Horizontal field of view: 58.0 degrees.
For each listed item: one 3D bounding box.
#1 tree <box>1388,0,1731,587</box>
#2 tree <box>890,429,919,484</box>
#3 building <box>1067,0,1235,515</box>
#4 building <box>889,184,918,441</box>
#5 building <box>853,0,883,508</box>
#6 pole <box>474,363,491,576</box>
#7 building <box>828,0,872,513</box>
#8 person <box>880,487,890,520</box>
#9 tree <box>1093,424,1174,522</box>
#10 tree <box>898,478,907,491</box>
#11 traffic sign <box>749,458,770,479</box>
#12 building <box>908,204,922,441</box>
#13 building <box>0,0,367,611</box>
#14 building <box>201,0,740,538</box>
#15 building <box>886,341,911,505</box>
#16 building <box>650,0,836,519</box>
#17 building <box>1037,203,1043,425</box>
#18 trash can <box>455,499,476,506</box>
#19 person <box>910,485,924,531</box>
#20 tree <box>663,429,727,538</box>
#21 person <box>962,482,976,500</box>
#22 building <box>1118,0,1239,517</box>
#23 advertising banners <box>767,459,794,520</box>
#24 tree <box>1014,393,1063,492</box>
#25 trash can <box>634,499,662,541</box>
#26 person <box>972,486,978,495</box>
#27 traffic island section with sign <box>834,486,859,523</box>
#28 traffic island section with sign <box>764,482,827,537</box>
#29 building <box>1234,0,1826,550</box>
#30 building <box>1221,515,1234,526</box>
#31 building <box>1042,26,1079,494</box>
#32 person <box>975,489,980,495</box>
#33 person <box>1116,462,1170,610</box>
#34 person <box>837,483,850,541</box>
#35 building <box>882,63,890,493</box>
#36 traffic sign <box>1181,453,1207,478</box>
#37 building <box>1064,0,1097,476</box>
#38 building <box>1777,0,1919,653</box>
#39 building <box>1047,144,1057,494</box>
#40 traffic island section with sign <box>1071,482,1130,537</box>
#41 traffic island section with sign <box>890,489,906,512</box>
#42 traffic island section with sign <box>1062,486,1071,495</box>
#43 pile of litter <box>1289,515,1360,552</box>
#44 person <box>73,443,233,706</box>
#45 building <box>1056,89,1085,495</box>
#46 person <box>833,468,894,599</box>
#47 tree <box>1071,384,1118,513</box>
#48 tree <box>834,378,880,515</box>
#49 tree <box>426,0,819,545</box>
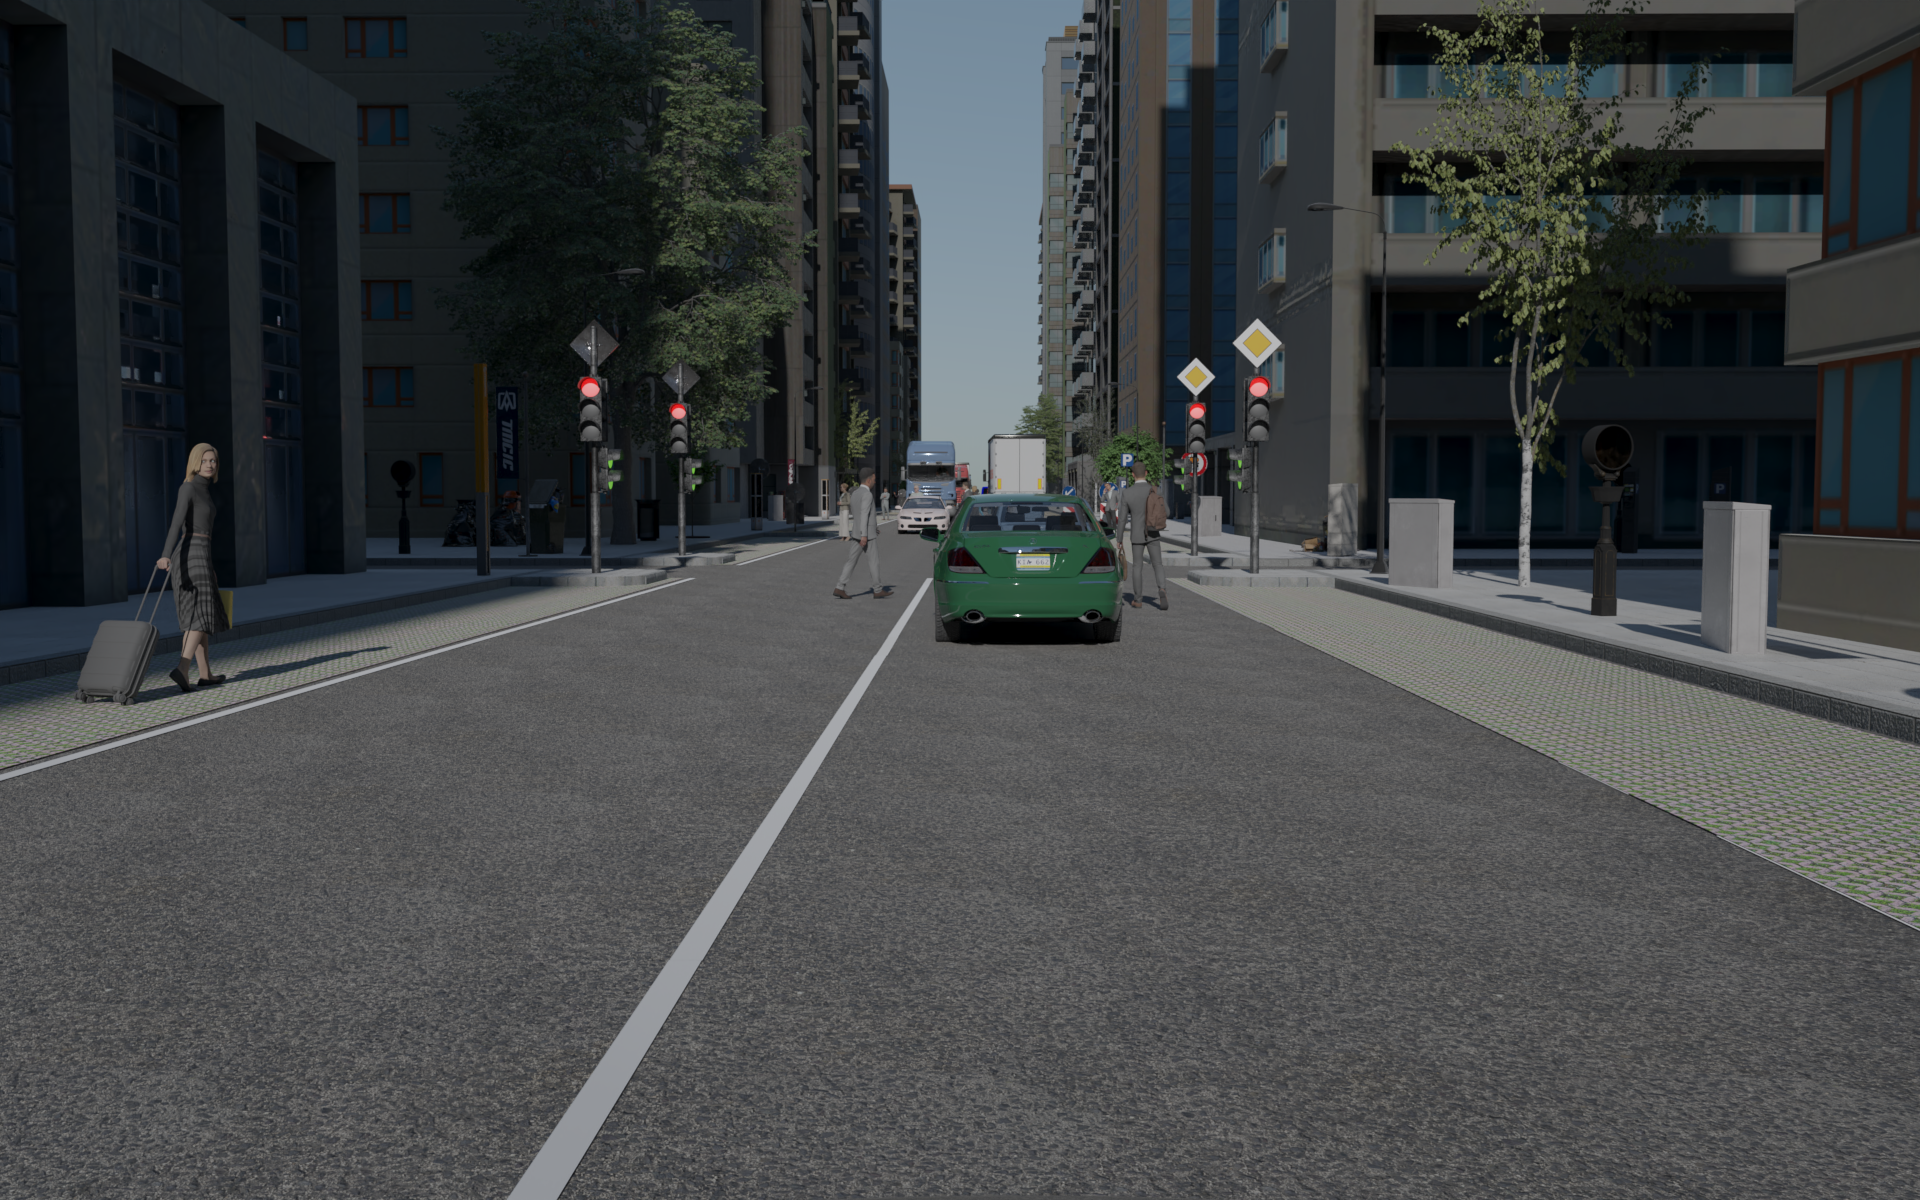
[{"bbox_3d":[8.069,-4.489,23.758,4.737,8.622,4.395,0,3,0],"label":"tree"},{"bbox_3d":[-6.103,-14.571,188.605,4.360,8.622,3.978,0,3,0],"label":"tree"},{"bbox_3d":[18.846,-42.245,128.963,20.563,71.187,20.611,0,4,1],"label":"building"},{"bbox_3d":[-17.167,-35.713,238.539,22.147,44.769,28.867,0,4,1],"label":"building"},{"bbox_3d":[-18.188,-37.394,153.390,21.231,58.520,28.212,0,4,1],"label":"building"},{"bbox_3d":[-7.495,-2.038,27.161,0.158,3.312,0.155,0,3,0],"label":"pole"},{"bbox_3d":[-17.903,-28.778,125.151,22.147,44.769,28.867,0,4,1],"label":"building"},{"bbox_3d":[-4.093,-5.241,94.374,0.511,1.800,0.466,1,4,11],"label":"person"},{"bbox_3d":[7.954,-5.818,78.835,4.285,4.588,4.351,0,3,0],"label":"tree"},{"bbox_3d":[-6.060,-11.623,184.635,1.663,3.219,1.824,0,3,0],"label":"tree"},{"bbox_3d":[-7.138,-3.761,61.606,0.768,2.556,0.104,1,4,11],"label":"traffic sign"},{"bbox_3d":[-12.949,-37.300,259.959,14.600,45.320,14.200,0,4,1],"label":"building"},{"bbox_3d":[-25.471,-42.962,15.095,31.000,86.520,22.319,0,4,1],"label":"building"},{"bbox_3d":[-24.103,-13.424,64.524,27.650,21.520,28.899,0,4,1],"label":"building"},{"bbox_3d":[-20.439,-22.350,210.462,27.650,21.520,28.899,0,4,1],"label":"building"},{"bbox_3d":[-14.459,-19.759,94.762,14.160,30.474,14.107,0,4,1],"label":"building"},{"bbox_3d":[22.621,-36.697,254.617,22.147,44.769,28.867,0,4,1],"label":"building"},{"bbox_3d":[-13.122,-2.125,46.392,0.748,1.137,0.748,0,3,0],"label":"trash can"},{"bbox_3d":[-1.716,-3.523,66.592,0.782,1.767,0.515,0,4,1],"label":"person"},{"bbox_3d":[-7.918,-3.420,50.513,1.663,3.219,1.824,0,3,0],"label":"tree"},{"bbox_3d":[0.277,-2.990,57.343,0.822,1.834,0.622,0,4,-1],"label":"person"},{"bbox_3d":[16.869,-27.649,102.177,14.600,45.320,14.200,0,4,1],"label":"building"},{"bbox_3d":[-8.867,-5.488,85.910,0.090,3.025,2.074,2,4,35],"label":"advertising banners"},{"bbox_3d":[9.441,-16.852,193.662,7.486,12.596,7.792,0,3,0],"label":"tree"},{"bbox_3d":[-8.532,-2.186,47.399,0.748,1.137,0.748,0,3,0],"label":"trash can"},{"bbox_3d":[0.873,-4.052,74.965,0.699,1.804,1.509,-3,4,-38],"label":"person"},{"bbox_3d":[-5.129,-4.681,85.159,1.989,1.847,2.006,0,4,1],"label":"traffic island section with sign"},{"bbox_3d":[-5.513,-3.032,58.206,1.989,1.847,2.006,0,4,1],"label":"traffic island section with sign"},{"bbox_3d":[19.059,-25.981,48.487,21.600,48.544,21.300,0,4,1],"label":"building"},{"bbox_3d":[21.009,-38.408,66.222,20.563,71.187,20.611,0,4,1],"label":"building"},{"bbox_3d":[21.231,-41.811,225.613,21.231,58.520,28.212,0,4,1],"label":"building"},{"bbox_3d":[1.027,-5.218,94.645,0.643,1.720,0.563,1,4,18],"label":"person"},{"bbox_3d":[2.280,-0.799,21.521,0.622,1.834,0.822,-1,4,-9],"label":"person"},{"bbox_3d":[-3.579,-2.691,53.045,0.362,1.759,0.519,-2,4,-31],"label":"person"},{"bbox_3d":[-14.411,-32.098,174.909,14.600,45.320,14.200,0,4,1],"label":"building"},{"bbox_3d":[6.752,-3.057,50.084,0.768,2.556,0.104,0,4,2],"label":"traffic sign"},{"bbox_3d":[21.641,-32.751,155.088,23.786,49.044,30.456,0,4,1],"label":"building"},{"bbox_3d":[21.424,-9.556,1.279,27.650,21.520,28.899,0,4,1],"label":"building"},{"bbox_3d":[17.284,-31.895,205.084,14.154,41.232,14.086,0,4,1],"label":"building"},{"bbox_3d":[4.872,-3.054,58.554,1.989,1.847,2.006,0,4,1],"label":"traffic island section with sign"},{"bbox_3d":[-4.434,-7.767,135.622,1.989,1.847,2.006,0,4,1],"label":"traffic island section with sign"},{"bbox_3d":[5.244,-4.702,85.507,1.989,1.847,2.006,0,4,1],"label":"traffic island section with sign"},{"bbox_3d":[8.176,-1.519,38.808,1.719,0.858,1.176,0,4,-2],"label":"pile of litter"},{"bbox_3d":[-5.690,-0.221,12.339,0.699,1.804,1.509,1,4,19],"label":"person"},{"bbox_3d":[17.568,-30.246,178.110,14.154,41.232,14.086,0,4,1],"label":"building"},{"bbox_3d":[-1.332,-0.910,23.661,0.850,1.792,0.678,-2,4,-28],"label":"person"},{"bbox_3d":[9.411,-10.191,116.991,4.360,8.622,3.978,0,3,0],"label":"tree"},{"bbox_3d":[-7.420,-9.664,108.361,4.737,8.622,4.395,0,3,0],"label":"tree"},{"bbox_3d":[-8.473,-8.385,43.751,9.857,13.997,8.962,0,3,0],"label":"tree"}]
